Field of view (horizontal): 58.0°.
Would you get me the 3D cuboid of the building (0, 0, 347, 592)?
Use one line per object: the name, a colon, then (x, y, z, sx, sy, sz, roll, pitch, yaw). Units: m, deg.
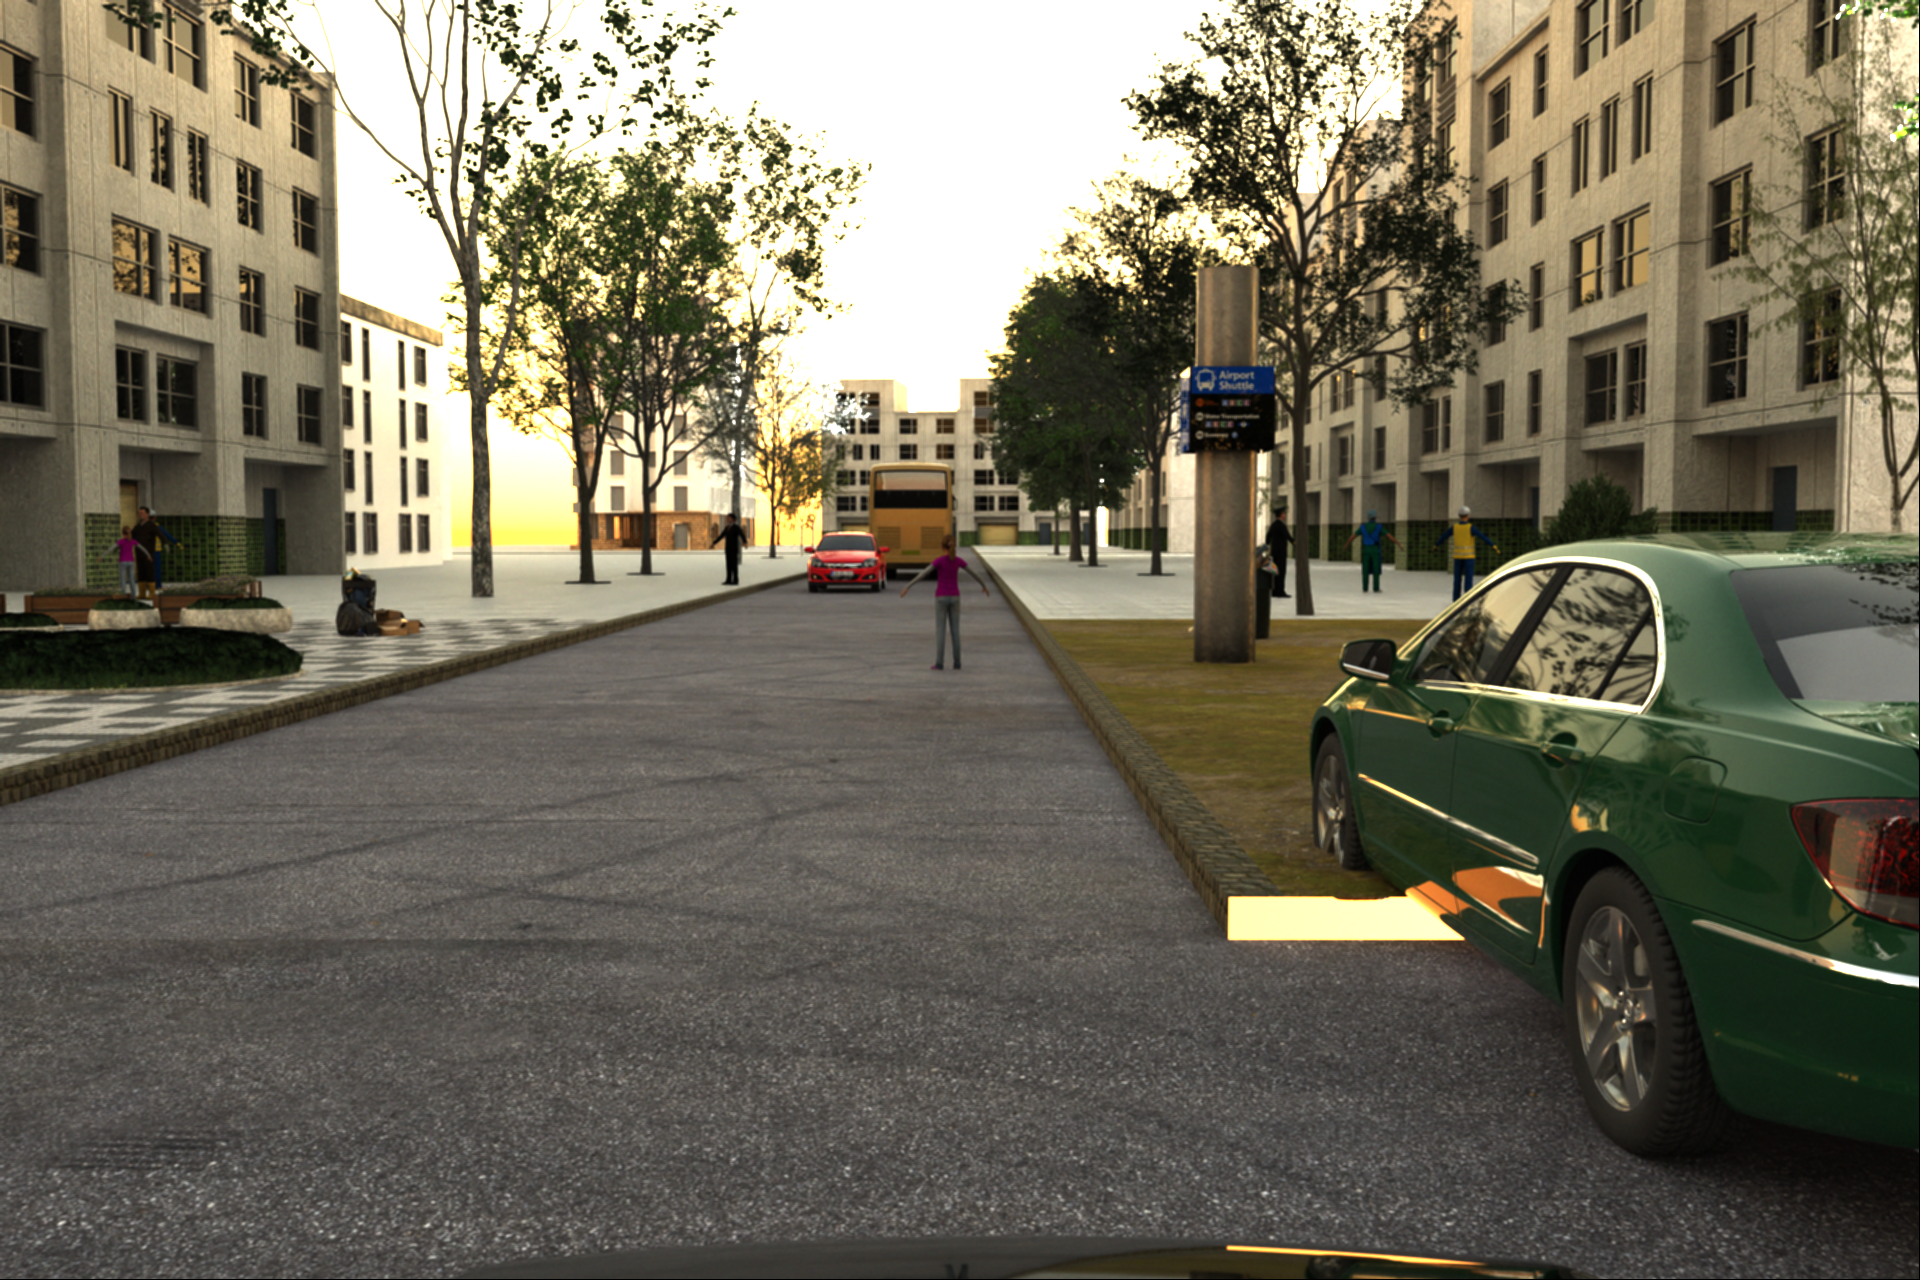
building: (-27.993, -10.520, 38.455, 16.747, 18.905, 31.486, 0, 4, 1)

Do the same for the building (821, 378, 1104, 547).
building: (0.824, -20.424, 202.846, 31.486, 18.905, 16.747, 0, 4, 6)

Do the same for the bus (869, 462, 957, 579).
bus: (-1.525, -4.091, 58.427, 2.896, 3.916, 12.252, 0, 4, 0)

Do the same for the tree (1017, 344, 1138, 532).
tree: (6.407, -10.659, 92.403, 7.486, 12.596, 7.792, 0, 3, 0)

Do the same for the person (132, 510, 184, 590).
person: (-18.451, -2.057, 39.596, 1.349, 1.833, 0.705, 0, 4, 3)

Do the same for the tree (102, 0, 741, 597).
tree: (-10.495, -10.860, 33.447, 12.611, 20.169, 13.585, 0, 3, 0)

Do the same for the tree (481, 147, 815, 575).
tree: (-9.768, -8.802, 54.288, 12.009, 13.543, 11.850, 0, 3, 0)

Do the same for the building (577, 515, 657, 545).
building: (-27.978, -18.264, 155.034, 16.016, 20.090, 11.380, 0, 4, 0)

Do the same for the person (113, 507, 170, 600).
person: (-15.842, -1.682, 33.631, 1.346, 1.812, 0.704, 1, 4, 19)

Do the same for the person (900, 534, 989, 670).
person: (-0.148, -0.404, 18.327, 0.991, 1.433, 0.599, -1, 4, -20)

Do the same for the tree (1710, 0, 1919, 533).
tree: (12.503, -4.424, 22.688, 4.360, 8.622, 3.978, 0, 3, 0)

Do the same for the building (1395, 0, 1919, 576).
building: (23.807, -10.943, 45.374, 16.747, 18.905, 31.486, 0, 4, 0)

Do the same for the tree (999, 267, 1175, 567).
tree: (5.108, -8.709, 68.140, 9.928, 11.665, 9.643, 0, 3, 0)

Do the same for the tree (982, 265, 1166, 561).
tree: (5.494, -10.697, 81.549, 9.857, 13.997, 8.962, 0, 3, 0)

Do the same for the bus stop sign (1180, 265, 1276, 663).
bus stop sign: (2.667, -1.733, 17.355, 0.837, 3.901, 0.837, 0, 4, 1)

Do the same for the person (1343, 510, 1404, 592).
person: (9.075, -1.957, 38.131, 1.347, 1.817, 0.704, 2, 4, 29)

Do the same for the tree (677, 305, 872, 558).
tree: (-9.851, -11.096, 91.789, 12.009, 13.543, 11.850, 0, 3, 0)

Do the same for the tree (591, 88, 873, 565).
tree: (-9.921, -13.317, 73.625, 12.611, 20.169, 13.585, 0, 3, 0)

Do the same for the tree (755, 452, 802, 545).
tree: (-21.518, -16.987, 203.485, 9.928, 11.665, 9.643, 0, 3, 0)

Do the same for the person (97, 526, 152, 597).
person: (-15.269, -1.371, 31.686, 0.599, 1.433, 0.991, 3, 5, 41)

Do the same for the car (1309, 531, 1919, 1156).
car: (2.396, 0.389, 5.437, 2.131, 1.459, 4.920, 0, 4, -1)

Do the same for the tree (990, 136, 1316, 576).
tree: (6.050, -8.757, 53.548, 12.009, 13.543, 11.850, 0, 3, 0)

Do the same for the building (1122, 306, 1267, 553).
building: (22.583, -16.379, 134.257, 16.747, 18.905, 31.486, 0, 4, 0)

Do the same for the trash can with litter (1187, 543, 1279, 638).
trash can with litter: (3.337, -0.602, 21.236, 1.055, 1.170, 0.624, 0, 4, 0)

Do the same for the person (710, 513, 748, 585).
person: (-5.795, -2.299, 43.773, 1.347, 1.806, 0.705, 3, 5, 40)

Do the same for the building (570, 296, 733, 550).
building: (-24.830, -17.267, 138.741, 16.016, 20.090, 11.380, 0, 4, -1)

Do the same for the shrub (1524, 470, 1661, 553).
shrub: (7.800, -1.058, 21.344, 1.661, 2.075, 1.752, 0, 3, 0)

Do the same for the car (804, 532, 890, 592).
car: (-2.840, -2.139, 44.014, 2.155, 1.783, 4.494, 0, 4, 0)

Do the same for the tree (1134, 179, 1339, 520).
tree: (5.280, -5.264, 36.431, 4.360, 8.622, 3.978, 0, 3, 0)

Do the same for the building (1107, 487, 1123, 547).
building: (24.232, -18.667, 171.659, 16.747, 18.905, 31.486, 0, 4, 0)

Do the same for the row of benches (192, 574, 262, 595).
row of benches: (-10.729, -0.604, 25.337, 1.422, 0.672, 4.104, -1, 4, -17)

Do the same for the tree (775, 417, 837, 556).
tree: (-9.488, -9.332, 102.939, 4.360, 8.622, 3.978, 0, 3, 0)

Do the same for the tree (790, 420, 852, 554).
tree: (-9.114, -9.718, 109.259, 4.737, 8.622, 4.395, 0, 3, 0)

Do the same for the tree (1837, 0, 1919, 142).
tree: (10.580, -5.361, 13.411, 9.928, 11.665, 9.643, 0, 3, 0)

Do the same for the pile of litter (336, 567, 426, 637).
pile of litter: (-7.511, -0.516, 22.405, 1.176, 0.858, 1.719, 0, 4, 0)

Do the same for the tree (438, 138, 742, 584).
tree: (-9.605, -7.278, 44.752, 9.928, 11.665, 9.643, 0, 3, 0)

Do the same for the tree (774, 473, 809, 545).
tree: (-19.070, -15.083, 196.962, 4.737, 8.622, 4.395, 0, 3, 0)

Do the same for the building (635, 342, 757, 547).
building: (-26.836, -19.309, 172.121, 16.016, 20.090, 11.380, 0, 4, 1)

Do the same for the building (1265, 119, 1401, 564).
building: (25.704, -13.216, 82.543, 16.747, 18.905, 31.486, 0, 4, 0)

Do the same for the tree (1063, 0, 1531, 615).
tree: (5.119, -5.670, 27.114, 7.601, 10.594, 8.767, 0, 4, -2)

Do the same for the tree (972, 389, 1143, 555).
tree: (5.837, -11.866, 104.386, 12.009, 13.543, 11.850, 0, 3, 0)

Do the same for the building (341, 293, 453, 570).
building: (-26.004, -7.951, 72.147, 9.099, 9.664, 28.070, 0, 3, 0)

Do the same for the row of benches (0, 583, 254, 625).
row of benches: (-10.724, -0.355, 21.273, 4.104, 0.672, 1.422, -1, 4, -12)

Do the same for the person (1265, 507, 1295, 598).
person: (6.497, -1.783, 35.081, 0.705, 1.837, 1.347, -1, 4, -20)

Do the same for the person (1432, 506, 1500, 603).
person: (8.905, -1.472, 30.529, 1.216, 1.772, 0.721, 2, 4, 35)

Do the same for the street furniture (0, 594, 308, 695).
street furniture: (-11.002, 0.009, 15.481, 10.072, 0.657, 5.734, -1, 4, -10)
